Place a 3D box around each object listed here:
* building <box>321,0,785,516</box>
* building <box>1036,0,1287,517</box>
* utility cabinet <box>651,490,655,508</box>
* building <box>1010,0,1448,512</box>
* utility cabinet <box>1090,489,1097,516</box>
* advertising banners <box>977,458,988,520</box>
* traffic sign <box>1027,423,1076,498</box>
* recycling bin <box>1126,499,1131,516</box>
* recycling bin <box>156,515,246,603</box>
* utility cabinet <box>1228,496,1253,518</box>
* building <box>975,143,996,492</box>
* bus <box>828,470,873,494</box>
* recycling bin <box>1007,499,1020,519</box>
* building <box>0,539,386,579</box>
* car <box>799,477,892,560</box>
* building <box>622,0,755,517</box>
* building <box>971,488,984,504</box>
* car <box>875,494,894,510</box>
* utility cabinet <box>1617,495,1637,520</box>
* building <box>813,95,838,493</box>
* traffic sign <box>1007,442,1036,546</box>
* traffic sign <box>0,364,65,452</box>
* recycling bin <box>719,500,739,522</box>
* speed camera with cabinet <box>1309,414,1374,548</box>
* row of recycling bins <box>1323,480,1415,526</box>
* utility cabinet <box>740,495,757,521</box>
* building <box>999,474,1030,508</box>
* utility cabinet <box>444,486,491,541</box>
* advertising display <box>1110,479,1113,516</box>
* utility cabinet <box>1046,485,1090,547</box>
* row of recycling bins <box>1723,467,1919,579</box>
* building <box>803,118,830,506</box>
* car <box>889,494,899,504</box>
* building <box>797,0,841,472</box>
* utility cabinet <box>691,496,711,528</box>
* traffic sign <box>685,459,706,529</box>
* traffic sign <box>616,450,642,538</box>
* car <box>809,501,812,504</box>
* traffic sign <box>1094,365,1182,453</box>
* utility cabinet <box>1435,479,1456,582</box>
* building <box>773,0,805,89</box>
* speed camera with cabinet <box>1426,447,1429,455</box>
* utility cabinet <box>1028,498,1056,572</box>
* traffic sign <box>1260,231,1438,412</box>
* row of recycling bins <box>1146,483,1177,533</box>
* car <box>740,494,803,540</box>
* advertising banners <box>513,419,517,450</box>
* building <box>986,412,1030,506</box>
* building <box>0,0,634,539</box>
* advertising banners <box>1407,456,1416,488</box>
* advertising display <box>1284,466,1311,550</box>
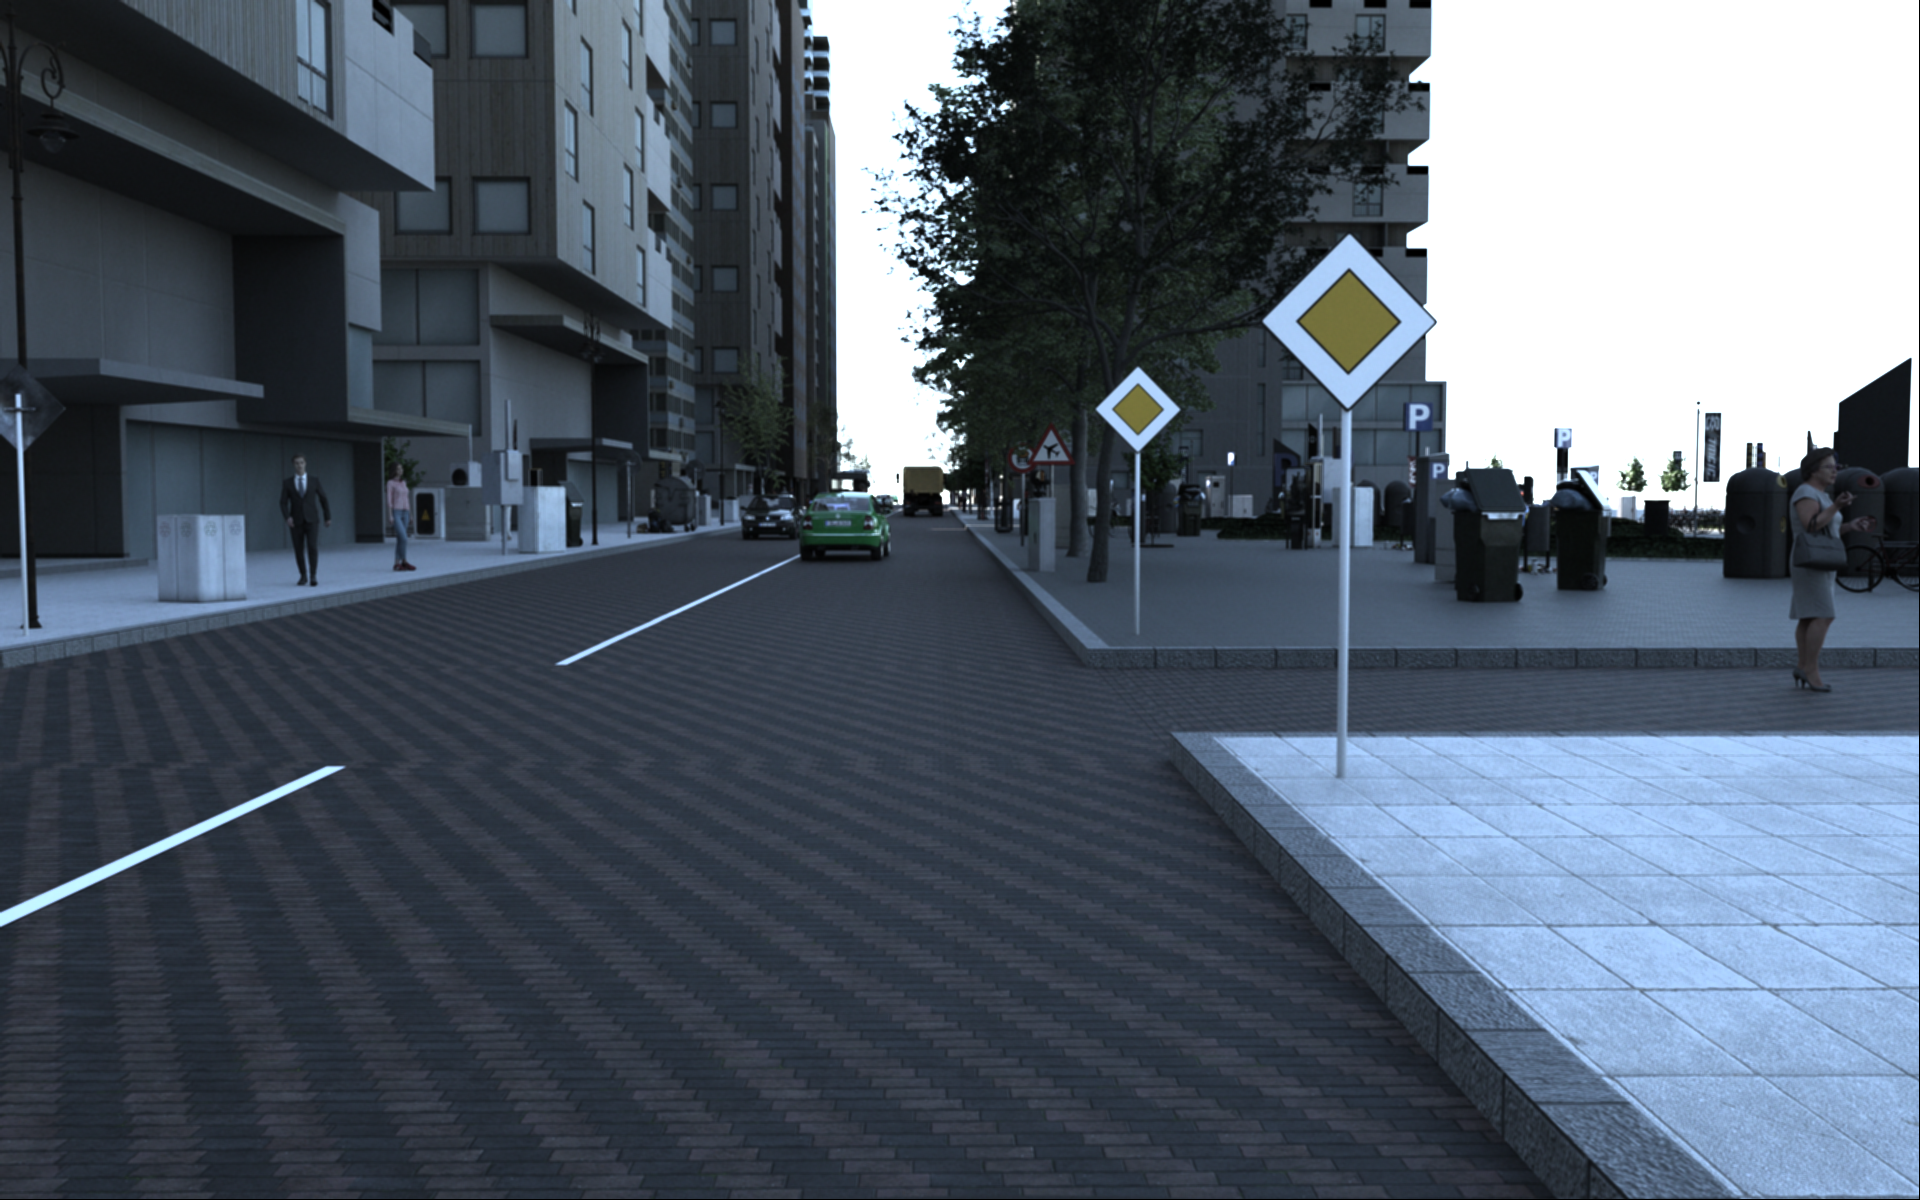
[{"bbox_3d":[-27.576,-32.944,127.874,28.713,52.752,27.495,0,4,-1],"label":"building"},{"bbox_3d":[11.395,-25.730,104.285,14.154,41.232,14.086,0,4,-1],"label":"building"},{"bbox_3d":[-14.899,-4.712,85.723,0.318,1.500,1.173,-2,4,-35],"label":"utility cabinet"},{"bbox_3d":[17.534,-32.755,124.776,28.713,52.752,27.495,0,4,-1],"label":"building"},{"bbox_3d":[5.733,-4.102,75.744,0.318,1.500,1.173,2,4,29],"label":"utility cabinet"},{"bbox_3d":[1.124,-5.471,85.631,0.090,3.025,2.074,-1,4,-13],"label":"advertising banners"},{"bbox_3d":[1.663,-1.930,31.553,0.884,2.594,0.081,0,4,8],"label":"traffic sign"},{"bbox_3d":[8.984,-4.639,88.402,0.722,1.027,0.722,-3,4,-39],"label":"recycling bin"},{"bbox_3d":[-9.099,-0.503,20.782,0.722,1.027,0.722,2,4,24],"label":"recycling bin"},{"bbox_3d":[12.131,-3.903,74.969,1.020,1.237,0.306,0,3,0],"label":"utility cabinet"},{"bbox_3d":[12.836,-33.760,206.607,22.147,44.769,28.867,0,4,-1],"label":"building"},{"bbox_3d":[-7.837,-8.062,126.677,2.948,3.499,13.247,0,4,-1],"label":"bus"},{"bbox_3d":[2.589,-4.609,87.917,0.722,1.027,0.722,2,4,35],"label":"recycling bin"},{"bbox_3d":[-26.036,-26.972,30.230,28.713,52.752,27.495,0,4,-1],"label":"building"},{"bbox_3d":[-2.536,-1.836,38.814,1.959,1.807,4.718,0,4,1],"label":"car"},{"bbox_3d":[-28.903,-25.099,102.253,32.217,40.220,23.993,0,4,-1],"label":"building"},{"bbox_3d":[15.313,-23.923,236.184,27.650,21.520,28.899,0,4,-1],"label":"building"},{"bbox_3d":[-7.218,-9.206,162.319,2.131,1.459,4.920,0,3,0],"label":"car"},{"bbox_3d":[30.059,-4.091,78.056,1.020,1.237,0.306,-2,4,-31],"label":"utility cabinet"},{"bbox_3d":[-21.356,-33.516,198.093,14.600,45.320,14.200,0,4,-1],"label":"building"},{"bbox_3d":[1.543,-2.600,42.613,0.768,2.556,0.104,0,4,5],"label":"traffic sign"},{"bbox_3d":[-8.461,-0.821,15.616,0.795,2.593,0.064,0,4,-1],"label":"traffic sign"},{"bbox_3d":[-10.547,-4.066,79.029,0.722,1.027,0.722,1,4,9],"label":"recycling bin"},{"bbox_3d":[9.291,-2.930,42.248,0.660,3.252,2.038,-1,4,-21],"label":"speed camera with cabinet"},{"bbox_3d":[12.847,-2.781,52.579,3.534,1.692,1.069,0,4,7],"label":"row of recycling bins"},{"bbox_3d":[-9.791,-4.284,81.202,1.020,1.237,0.306,1,4,11],"label":"utility cabinet"},{"bbox_3d":[19.795,-28.081,150.998,32.217,40.220,23.993,0,4,-1],"label":"building"},{"bbox_3d":[-13.308,-2.331,46.797,1.173,1.500,0.318,1,4,8],"label":"utility cabinet"},{"bbox_3d":[6.418,-4.198,73.854,0.123,1.923,0.974,1,4,12],"label":"advertising display"},{"bbox_3d":[2.547,-1.999,41.369,0.318,1.500,1.173,-3,4,-36],"label":"utility cabinet"},{"bbox_3d":[13.465,-1.208,26.861,3.534,1.692,1.069,-1,4,-13],"label":"row of recycling bins"},{"bbox_3d":[-21.340,-30.586,183.676,14.154,41.232,14.086,0,4,-1],"label":"building"},{"bbox_3d":[-9.644,-14.636,248.096,1.959,1.807,4.718,0,4,-2],"label":"car"},{"bbox_3d":[-26.105,-55.453,219.327,22.319,86.520,31.000,0,4,-1],"label":"building"},{"bbox_3d":[-10.555,-3.628,70.471,1.020,1.237,0.306,3,5,44],"label":"utility cabinet"},{"bbox_3d":[-9.736,-3.890,63.700,0.768,2.556,0.104,1,4,9],"label":"traffic sign"},{"bbox_3d":[-9.626,-3.071,50.315,0.768,2.556,0.104,0,4,6],"label":"traffic sign"},{"bbox_3d":[-6.169,-4.464,82.581,1.945,1.707,3.694,0,4,0],"label":"car"},{"bbox_3d":[1.632,-0.829,15.741,0.795,2.593,0.064,0,4,-1],"label":"traffic sign"},{"bbox_3d":[7.310,-0.990,24.858,0.318,1.500,1.173,-1,4,-20],"label":"utility cabinet"},{"bbox_3d":[-20.776,-30.546,149.532,14.600,45.320,14.200,0,4,-1],"label":"building"},{"bbox_3d":[18.997,-4.814,73.041,2.038,3.252,0.660,1,4,11],"label":"speed camera with cabinet"},{"bbox_3d":[1.364,-1.100,29.151,0.306,1.237,1.020,0,4,-8],"label":"utility cabinet"},{"bbox_3d":[1.748,-0.340,7.757,0.795,2.593,0.064,0,4,-1],"label":"traffic sign"},{"bbox_3d":[6.705,-3.121,58.142,1.069,1.692,3.534,0,4,0],"label":"row of recycling bins"},{"bbox_3d":[-6.021,-2.818,55.856,2.009,1.686,4.222,0,4,-1],"label":"car"},{"bbox_3d":[-10.195,-2.685,40.085,0.090,3.025,2.074,-1,4,-19],"label":"advertising banners"},{"bbox_3d":[9.713,-25.295,185.279,14.160,30.474,14.107,0,4,-1],"label":"building"},{"bbox_3d":[-26.139,-29.139,65.661,28.713,52.752,27.495,0,4,-1],"label":"building"},{"bbox_3d":[21.423,-5.072,79.115,2.074,3.025,0.090,0,4,0],"label":"advertising banners"},{"bbox_3d":[7.842,-2.145,40.288,0.123,1.923,0.974,-1,4,-19],"label":"advertising display"}]
